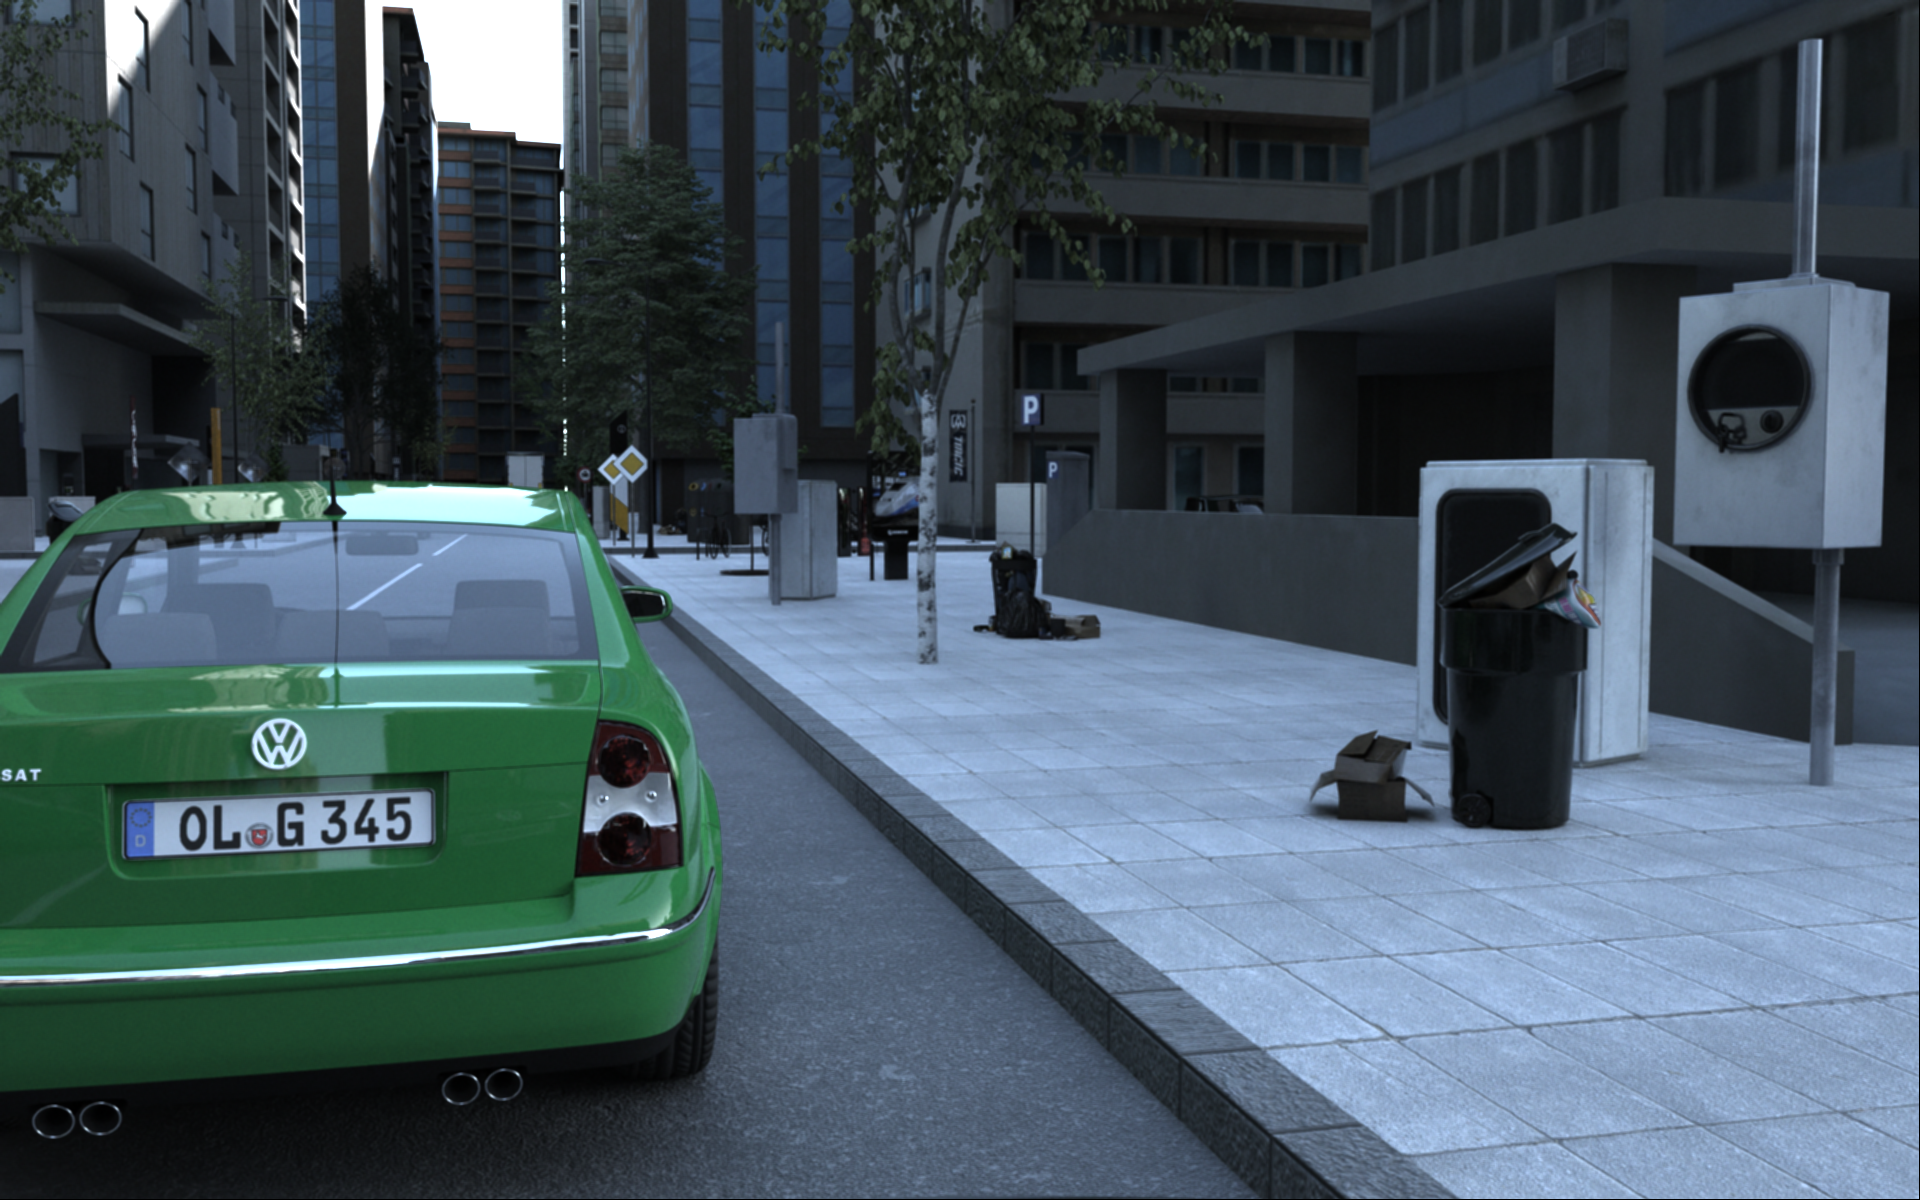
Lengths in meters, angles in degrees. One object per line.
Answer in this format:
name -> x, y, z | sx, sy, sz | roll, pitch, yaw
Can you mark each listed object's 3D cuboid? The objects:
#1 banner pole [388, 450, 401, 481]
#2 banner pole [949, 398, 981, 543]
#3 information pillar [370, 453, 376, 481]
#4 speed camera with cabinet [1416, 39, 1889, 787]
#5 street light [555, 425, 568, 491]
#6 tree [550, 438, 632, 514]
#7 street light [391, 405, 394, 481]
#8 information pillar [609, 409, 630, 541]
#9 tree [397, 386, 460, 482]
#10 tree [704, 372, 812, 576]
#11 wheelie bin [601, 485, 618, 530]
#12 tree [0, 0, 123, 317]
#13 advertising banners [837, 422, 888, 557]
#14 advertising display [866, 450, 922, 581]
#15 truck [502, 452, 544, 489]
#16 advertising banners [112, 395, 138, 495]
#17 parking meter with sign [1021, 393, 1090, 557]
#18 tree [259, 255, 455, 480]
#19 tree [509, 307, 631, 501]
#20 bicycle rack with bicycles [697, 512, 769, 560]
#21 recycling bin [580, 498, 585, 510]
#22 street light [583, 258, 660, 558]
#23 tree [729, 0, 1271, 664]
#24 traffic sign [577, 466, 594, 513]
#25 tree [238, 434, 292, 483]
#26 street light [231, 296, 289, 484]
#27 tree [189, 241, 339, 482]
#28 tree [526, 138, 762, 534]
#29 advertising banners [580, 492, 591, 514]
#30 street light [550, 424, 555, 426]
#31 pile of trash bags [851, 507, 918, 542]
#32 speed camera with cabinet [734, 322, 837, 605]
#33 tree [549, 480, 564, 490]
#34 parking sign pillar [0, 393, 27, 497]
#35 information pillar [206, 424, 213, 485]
banner pole -> -32.136, -6.623, 98.307 | 0.863, 3.779, 0.401 | -1, 4, -19
banner pole -> 0.118, -3.385, 45.365 | 0.863, 3.779, 0.401 | 0, 4, -3
information pillar -> -33.666, -6.606, 99.364 | 0.183, 3.616, 0.504 | -3, 5, -44
speed camera with cabinet -> 3.143, -0.841, 8.087 | 0.660, 3.252, 2.038 | -3, 4, -38
street light -> -15.209, -5.889, 68.818 | 1.470, 5.913, 1.316 | -1, 4, -14
tree -> -17.085, -6.133, 83.996 | 4.285, 4.588, 4.351 | 0, 3, 0
street light -> -28.087, -7.024, 87.391 | 1.470, 5.913, 1.316 | -1, 4, -14
information pillar -> -9.355, -3.438, 47.568 | 0.504, 3.616, 0.183 | -1, 4, -15
tree -> -35.871, -10.132, 116.028 | 4.737, 8.622, 4.395 | 0, 3, 0
tree -> -3.192, -2.020, 27.634 | 1.663, 3.219, 1.824 | 0, 3, 0
wheelie bin -> -12.589, -3.296, 61.798 | 0.980, 1.594, 0.693 | 1, 4, 22
tree -> -12.844, -4.358, 21.619 | 4.737, 8.622, 4.395 | 0, 3, 0
advertising banners -> -1.998, -2.426, 35.851 | 0.090, 3.025, 2.074 | 2, 4, 30
advertising display -> -0.957, -1.266, 25.909 | 0.974, 1.923, 0.123 | -2, 4, -35
truck -> -30.614, -8.108, 121.476 | 2.839, 4.237, 11.283 | -1, 4, -15
advertising banners -> -14.443, -2.069, 30.014 | 0.090, 3.025, 2.074 | -1, 4, -15
parking meter with sign -> 1.933, -2.108, 30.720 | 1.738, 3.016, 0.543 | -3, 4, -36
tree -> -23.544, -8.122, 67.201 | 7.601, 10.594, 8.767 | 0, 4, 2
tree -> -20.549, -10.260, 93.502 | 9.928, 11.665, 9.643 | 0, 3, 0
bicycle rack with bicycles -> -4.128, -1.305, 34.724 | 2.852, 0.926, 2.925 | 0, 4, -2
recycling bin -> -22.911, -5.581, 103.804 | 0.722, 1.027, 0.722 | 0, 4, 6
street light -> -6.729, -3.784, 34.417 | 1.470, 5.913, 1.316 | -1, 4, -14
tree -> -0.061, -3.834, 13.048 | 4.737, 8.622, 4.395 | 0, 3, 0
traffic sign -> -17.202, -4.860, 79.562 | 0.768, 2.556, 0.104 | 0, 4, -8
tree -> -21.870, -3.709, 55.241 | 1.663, 3.219, 1.824 | 0, 3, 0
street light -> -16.444, -4.166, 40.661 | 1.470, 5.913, 1.316 | -1, 4, -14
tree -> -20.773, -6.189, 51.547 | 4.737, 8.622, 4.395 | 0, 3, 0
tree -> -9.842, -8.420, 55.788 | 7.486, 12.596, 7.792 | 0, 3, 0
advertising banners -> -24.285, -7.192, 113.778 | 2.074, 3.025, 0.090 | 3, 5, 42
street light -> -26.777, -8.753, 115.656 | 1.470, 5.913, 1.316 | -1, 4, -14
pile of trash bags -> -2.785, -2.253, 46.583 | 3.447, 1.369, 1.912 | -3, 5, -44
speed camera with cabinet -> -2.074, -1.616, 20.765 | 0.660, 3.252, 2.038 | 1, 4, 15
tree -> -42.759, -11.644, 184.985 | 1.663, 3.219, 1.824 | 0, 3, 0
parking sign pillar -> -25.907, -3.559, 46.670 | 1.447, 3.967, 1.447 | 0, 4, 2
information pillar -> -25.276, -4.110, 58.555 | 0.183, 3.616, 0.504 | 0, 4, 5
